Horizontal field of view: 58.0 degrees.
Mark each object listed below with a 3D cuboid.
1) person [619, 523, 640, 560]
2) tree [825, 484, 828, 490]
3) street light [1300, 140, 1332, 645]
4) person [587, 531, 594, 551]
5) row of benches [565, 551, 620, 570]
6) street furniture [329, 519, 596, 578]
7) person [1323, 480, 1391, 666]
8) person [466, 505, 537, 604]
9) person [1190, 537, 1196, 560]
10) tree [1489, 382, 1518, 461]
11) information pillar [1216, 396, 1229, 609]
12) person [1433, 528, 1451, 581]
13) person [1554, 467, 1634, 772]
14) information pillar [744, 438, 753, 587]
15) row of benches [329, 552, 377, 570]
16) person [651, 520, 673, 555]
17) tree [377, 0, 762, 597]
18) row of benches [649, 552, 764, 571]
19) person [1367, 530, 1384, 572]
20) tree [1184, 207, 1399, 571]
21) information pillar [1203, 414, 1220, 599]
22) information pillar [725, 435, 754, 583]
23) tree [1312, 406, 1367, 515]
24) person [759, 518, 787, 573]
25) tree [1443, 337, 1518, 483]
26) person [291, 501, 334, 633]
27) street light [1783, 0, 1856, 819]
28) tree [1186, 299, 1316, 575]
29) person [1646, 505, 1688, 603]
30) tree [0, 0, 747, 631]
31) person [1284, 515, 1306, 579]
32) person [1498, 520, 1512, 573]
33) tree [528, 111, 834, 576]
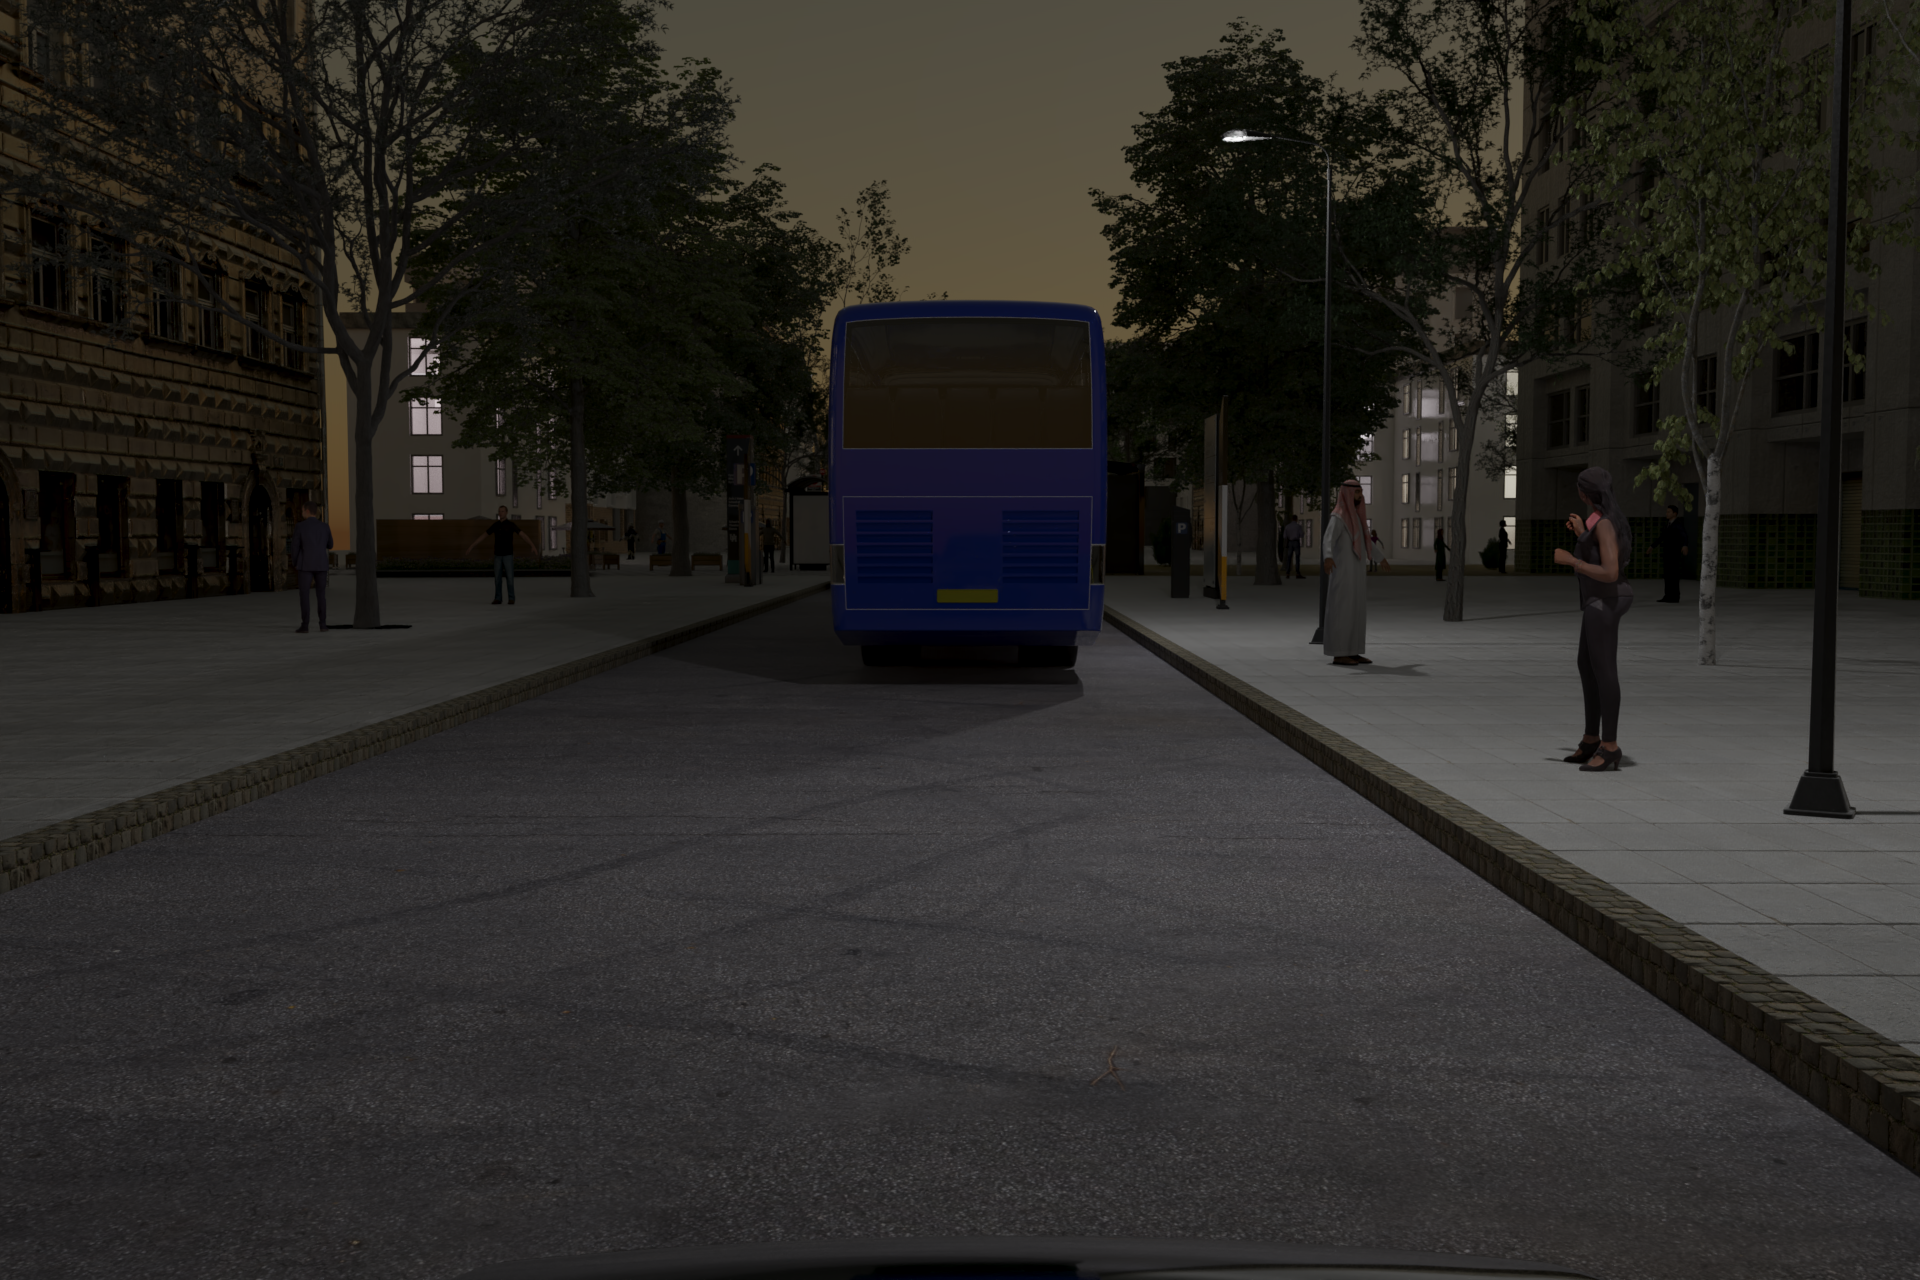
[{"bbox_3d":[-16.472,-4.941,86.570,1.354,1.856,0.705,2,4,34],"label":"person"},{"bbox_3d":[-15.598,-20.988,249.814,9.857,13.997,8.962,0,3,0],"label":"tree"},{"bbox_3d":[4.789,-2.905,20.034,1.470,5.913,1.316,0,4,0],"label":"street light"},{"bbox_3d":[-16.457,-4.312,76.271,0.705,1.858,1.354,1,4,21],"label":"person"},{"bbox_3d":[-13.594,-2.958,63.826,1.422,0.672,4.104,-2,4,-32],"label":"row of benches"},{"bbox_3d":[-14.302,-2.846,53.379,11.010,1.723,9.812,-1,4,-12],"label":"street furniture"},{"bbox_3d":[3.852,-0.666,17.030,0.704,1.811,1.347,3,4,38],"label":"person"},{"bbox_3d":[-8.324,-1.550,31.558,1.348,1.803,0.705,0,4,7],"label":"person"},{"bbox_3d":[11.232,-4.880,86.058,1.348,1.796,0.705,-3,5,-43],"label":"person"},{"bbox_3d":[23.785,-7.445,72.093,4.360,8.622,3.978,0,3,0],"label":"tree"},{"bbox_3d":[4.495,-2.339,29.602,0.183,3.616,0.504,0,4,1],"label":"information pillar"},{"bbox_3d":[13.157,-2.326,47.238,0.599,1.438,0.989,3,5,40],"label":"person"},{"bbox_3d":[3.432,-0.120,9.471,0.415,1.643,0.593,-1,4,-17],"label":"person"},{"bbox_3d":[-5.150,-3.098,42.005,0.183,3.616,0.504,0,4,1],"label":"information pillar"},{"bbox_3d":[-21.803,-2.903,62.933,4.104,0.672,1.422,0,4,-8],"label":"row of benches"},{"bbox_3d":[-11.831,-3.847,68.757,0.705,1.847,1.347,2,4,32],"label":"person"},{"bbox_3d":[-7.700,-7.119,34.530,7.486,12.596,7.792,0,3,0],"label":"tree"},{"bbox_3d":[-8.801,-2.775,60.837,4.104,0.672,1.422,0,4,-4],"label":"row of benches"},{"bbox_3d":[13.855,-2.994,58.215,0.599,1.433,0.991,-3,5,-41],"label":"person"},{"bbox_3d":[11.434,-8.704,60.446,7.486,12.596,7.792,0,3,0],"label":"tree"},{"bbox_3d":[5.087,-2.657,34.752,0.184,3.620,1.656,0,4,0],"label":"information pillar"},{"bbox_3d":[-5.770,-3.435,45.536,0.750,3.857,0.750,0,4,1],"label":"information pillar"},{"bbox_3d":[14.214,-7.153,67.321,4.737,8.622,4.395,0,3,0],"label":"tree"},{"bbox_3d":[-6.362,-3.149,57.607,1.348,1.813,0.705,1,4,16],"label":"person"},{"bbox_3d":[22.505,-7.931,64.080,8.767,10.594,7.601,-2,4,-27],"label":"tree"},{"bbox_3d":[-8.448,-0.957,22.608,0.541,1.710,0.530,-2,4,-29],"label":"person"},{"bbox_3d":[4.495,-2.155,7.769,1.470,5.913,1.316,0,4,1],"label":"street light"},{"bbox_3d":[8.743,-6.316,53.626,4.737,8.622,4.395,0,3,0],"label":"tree"},{"bbox_3d":[13.268,-1.609,32.353,0.704,1.823,1.345,0,4,-7],"label":"person"},{"bbox_3d":[-8.064,-6.905,23.260,12.009,13.543,11.850,0,3,0],"label":"tree"},{"bbox_3d":[9.651,-2.680,49.731,0.709,1.838,0.599,2,4,35],"label":"person"},{"bbox_3d":[17.785,-3.042,56.460,0.721,1.740,1.216,0,4,5],"label":"person"},{"bbox_3d":[-8.541,-8.910,52.340,9.857,13.997,8.962,0,3,0],"label":"tree"}]
